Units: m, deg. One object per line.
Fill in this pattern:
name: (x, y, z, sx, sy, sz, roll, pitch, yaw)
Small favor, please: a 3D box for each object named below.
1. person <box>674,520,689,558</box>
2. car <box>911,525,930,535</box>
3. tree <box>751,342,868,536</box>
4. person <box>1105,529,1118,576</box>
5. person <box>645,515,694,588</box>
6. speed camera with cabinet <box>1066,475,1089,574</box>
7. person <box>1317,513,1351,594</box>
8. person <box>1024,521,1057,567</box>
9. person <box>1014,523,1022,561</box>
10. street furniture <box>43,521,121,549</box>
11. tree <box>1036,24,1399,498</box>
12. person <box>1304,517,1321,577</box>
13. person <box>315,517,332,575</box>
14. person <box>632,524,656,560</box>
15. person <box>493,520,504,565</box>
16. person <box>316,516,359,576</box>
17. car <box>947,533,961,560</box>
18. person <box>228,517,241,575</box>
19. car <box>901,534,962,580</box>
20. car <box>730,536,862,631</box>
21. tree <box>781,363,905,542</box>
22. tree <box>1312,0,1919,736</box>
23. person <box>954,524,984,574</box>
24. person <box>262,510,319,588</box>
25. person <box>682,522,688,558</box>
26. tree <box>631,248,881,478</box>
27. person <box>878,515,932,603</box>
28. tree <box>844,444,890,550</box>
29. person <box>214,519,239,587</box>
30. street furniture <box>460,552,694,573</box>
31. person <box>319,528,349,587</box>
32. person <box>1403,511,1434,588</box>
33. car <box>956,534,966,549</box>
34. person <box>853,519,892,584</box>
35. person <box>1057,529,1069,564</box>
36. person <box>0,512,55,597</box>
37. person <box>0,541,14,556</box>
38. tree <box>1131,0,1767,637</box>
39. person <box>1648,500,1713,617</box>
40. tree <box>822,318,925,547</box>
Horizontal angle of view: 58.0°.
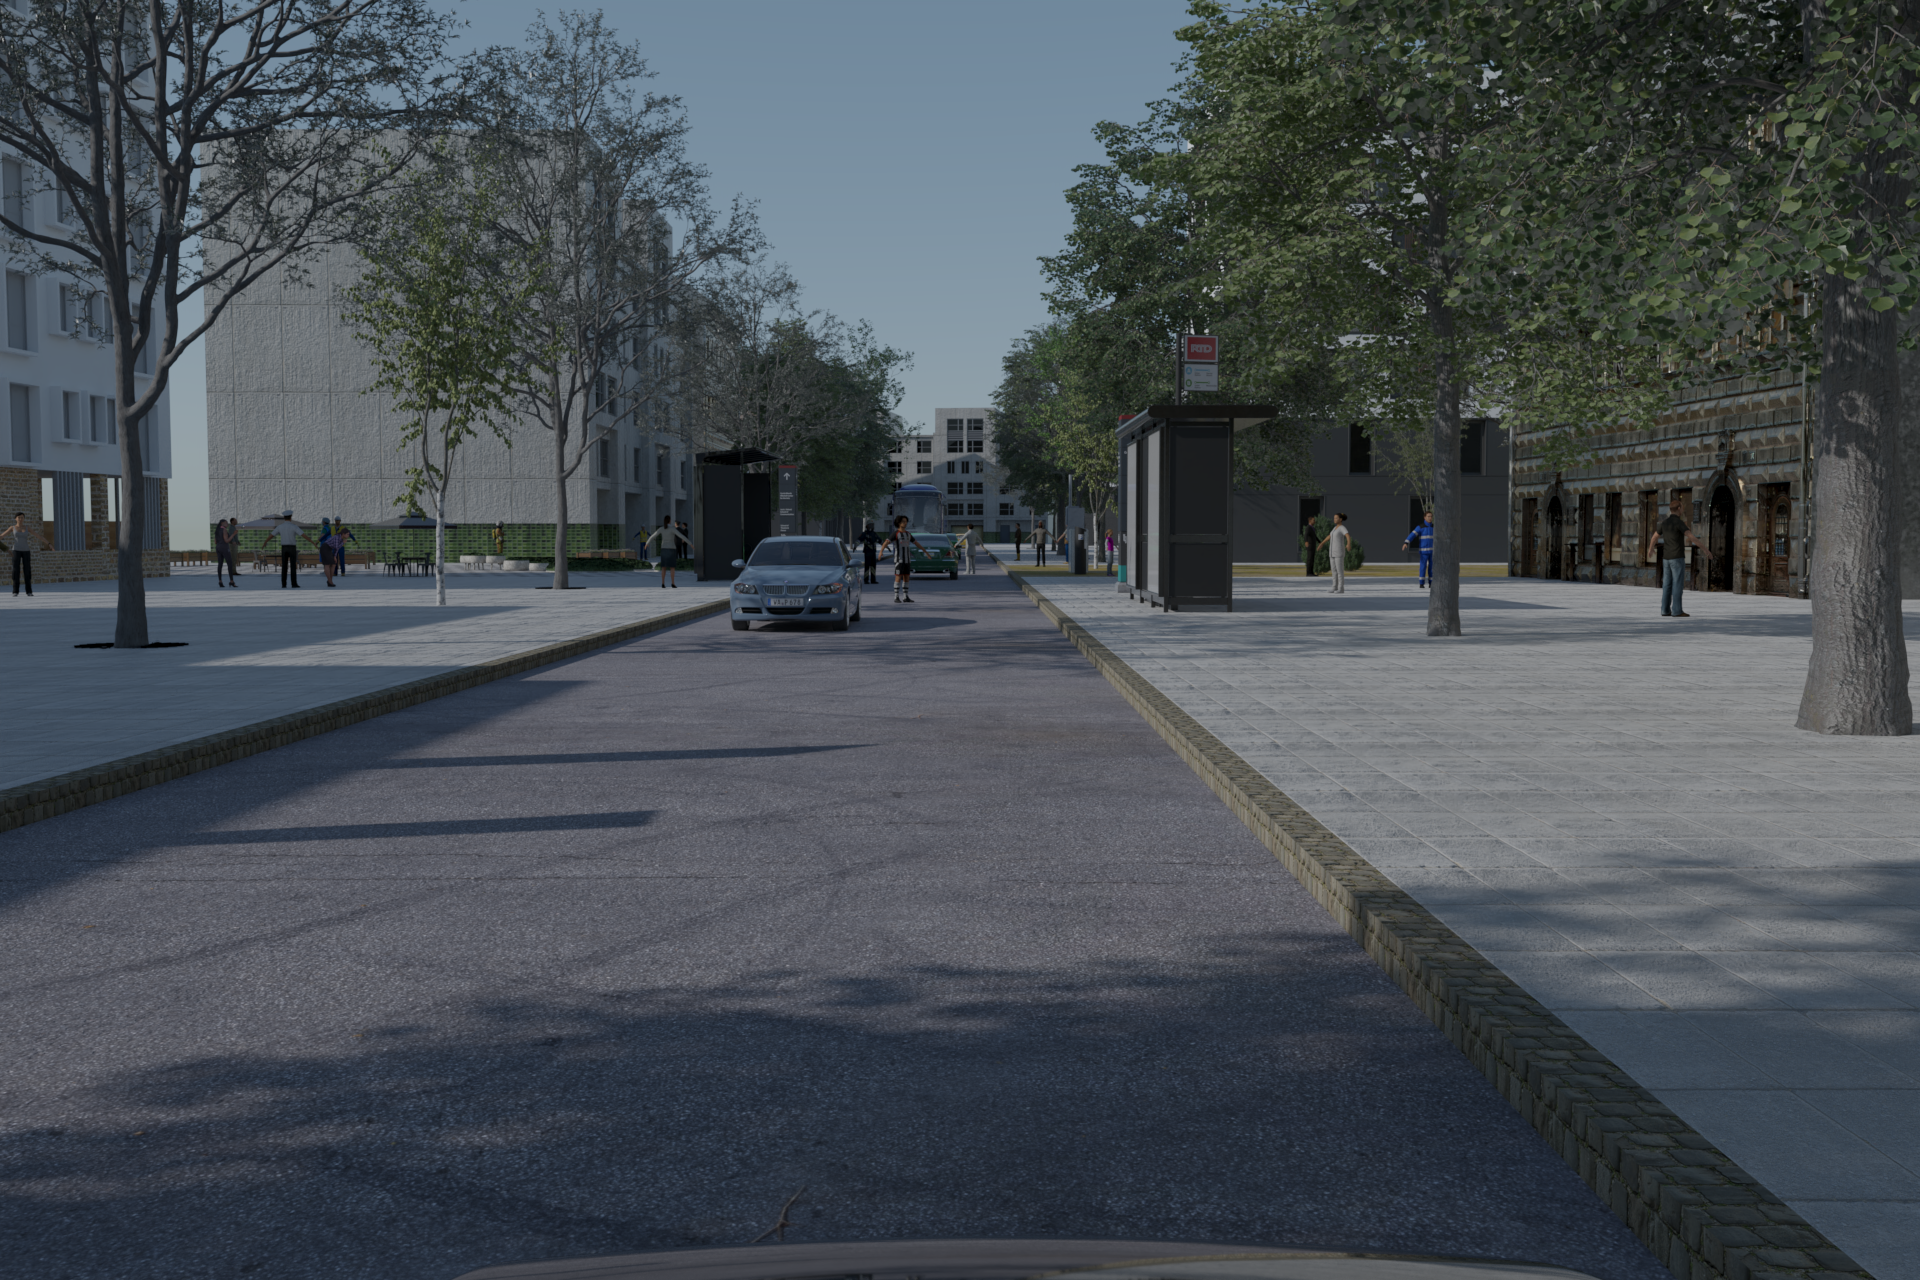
person: (-11.333, -3.885, 69.447, 0.705, 1.837, 1.347, 3, 5, 40)
car: (-1.635, -3.725, 69.701, 1.959, 1.807, 4.718, 0, 4, 1)
tree: (-9.187, -11.172, 100.783, 7.486, 12.596, 7.792, 0, 3, 0)
person: (4.650, -2.669, 52.904, 0.599, 1.433, 0.991, 2, 4, 26)
person: (-6.896, -2.094, 41.076, 1.217, 1.735, 0.721, 1, 4, 9)
speed camera with cabinet: (3.874, -3.838, 57.084, 0.660, 3.252, 2.038, 0, 4, -1)
person: (8.091, -1.874, 37.405, 0.721, 1.739, 1.217, -1, 4, -21)
person: (3.167, -3.776, 67.867, 1.348, 1.813, 0.705, 1, 4, 17)
person: (2.749, -4.704, 83.054, 0.704, 1.812, 1.346, 0, 4, 5)
street furniture: (-32.447, -3.100, 57.538, 11.010, 1.723, 9.812, 3, 5, 40)
tree: (6.714, -8.483, 45.349, 9.857, 13.997, 8.962, 0, 3, 0)
person: (10.593, -2.807, 52.123, 0.704, 1.802, 1.346, 2, 4, 31)
person: (-20.174, -2.992, 55.046, 0.704, 1.817, 1.347, 0, 3, 0)
person: (-15.594, -4.832, 85.472, 1.216, 1.772, 0.721, -2, 4, -29)
person: (-19.248, -4.087, 72.583, 0.705, 1.858, 1.354, -1, 4, -15)
person: (-18.988, -2.868, 52.868, 1.349, 1.833, 0.705, 0, 4, 2)
car: (-0.848, -5.487, 98.504, 1.959, 1.807, 4.718, 0, 4, -1)
person: (-22.539, -2.908, 53.818, 0.705, 1.796, 1.348, -1, 4, -16)
car: (-0.980, -2.680, 55.621, 2.131, 1.459, 4.920, 0, 4, -1)
car: (-2.507, -0.931, 27.228, 2.014, 1.417, 4.499, 0, 4, 0)
tree: (-8.747, -13.440, 126.394, 9.857, 13.997, 8.962, 0, 3, 0)
tree: (5.872, -6.368, 10.778, 9.857, 13.997, 8.962, 0, 3, 0)
person: (0.360, -3.260, 61.942, 1.347, 1.806, 0.705, -3, 4, -37)
person: (-15.994, -2.171, 41.291, 1.343, 1.855, 0.704, 0, 4, -1)
person: (-12.489, -4.421, 78.463, 0.705, 1.806, 1.347, -1, 4, -10)
tree: (-8.578, -9.994, 73.772, 12.009, 13.543, 11.850, 0, 3, 0)
person: (-1.189, -1.684, 36.129, 1.345, 1.843, 0.704, -3, 4, -38)
tree: (-9.249, -12.711, 142.238, 7.601, 10.594, 8.767, -2, 4, -27)
person: (-17.626, -2.089, 41.661, 0.593, 1.643, 0.415, -1, 4, -9)
street furniture: (-13.042, -2.785, 61.165, 10.072, 0.657, 5.734, 3, 4, 37)
person: (-15.149, -2.000, 41.976, 0.697, 1.427, 0.421, -1, 4, -9)
person: (11.086, -2.142, 40.998, 1.345, 1.831, 0.704, -1, 4, -9)
car: (0.189, -8.541, 149.862, 2.015, 1.641, 3.980, 0, 4, 0)
person: (-2.562, -2.534, 49.661, 1.354, 1.856, 0.705, -3, 5, -39)
person: (4.653, -4.185, 74.282, 0.705, 1.847, 1.347, 3, 5, 44)
person: (-19.270, -1.759, 35.572, 1.217, 1.737, 0.721, -2, 4, -35)
person: (-15.363, -1.235, 26.973, 0.721, 1.736, 1.217, 2, 4, 31)
tree: (5.865, -6.345, 21.868, 7.486, 12.596, 7.792, 0, 3, 0)
person: (11.103, -1.263, 26.861, 0.705, 1.803, 1.348, -1, 4, -18)
tree: (-9.357, -18.282, 154.801, 12.611, 20.169, 13.585, 0, 3, 0)
